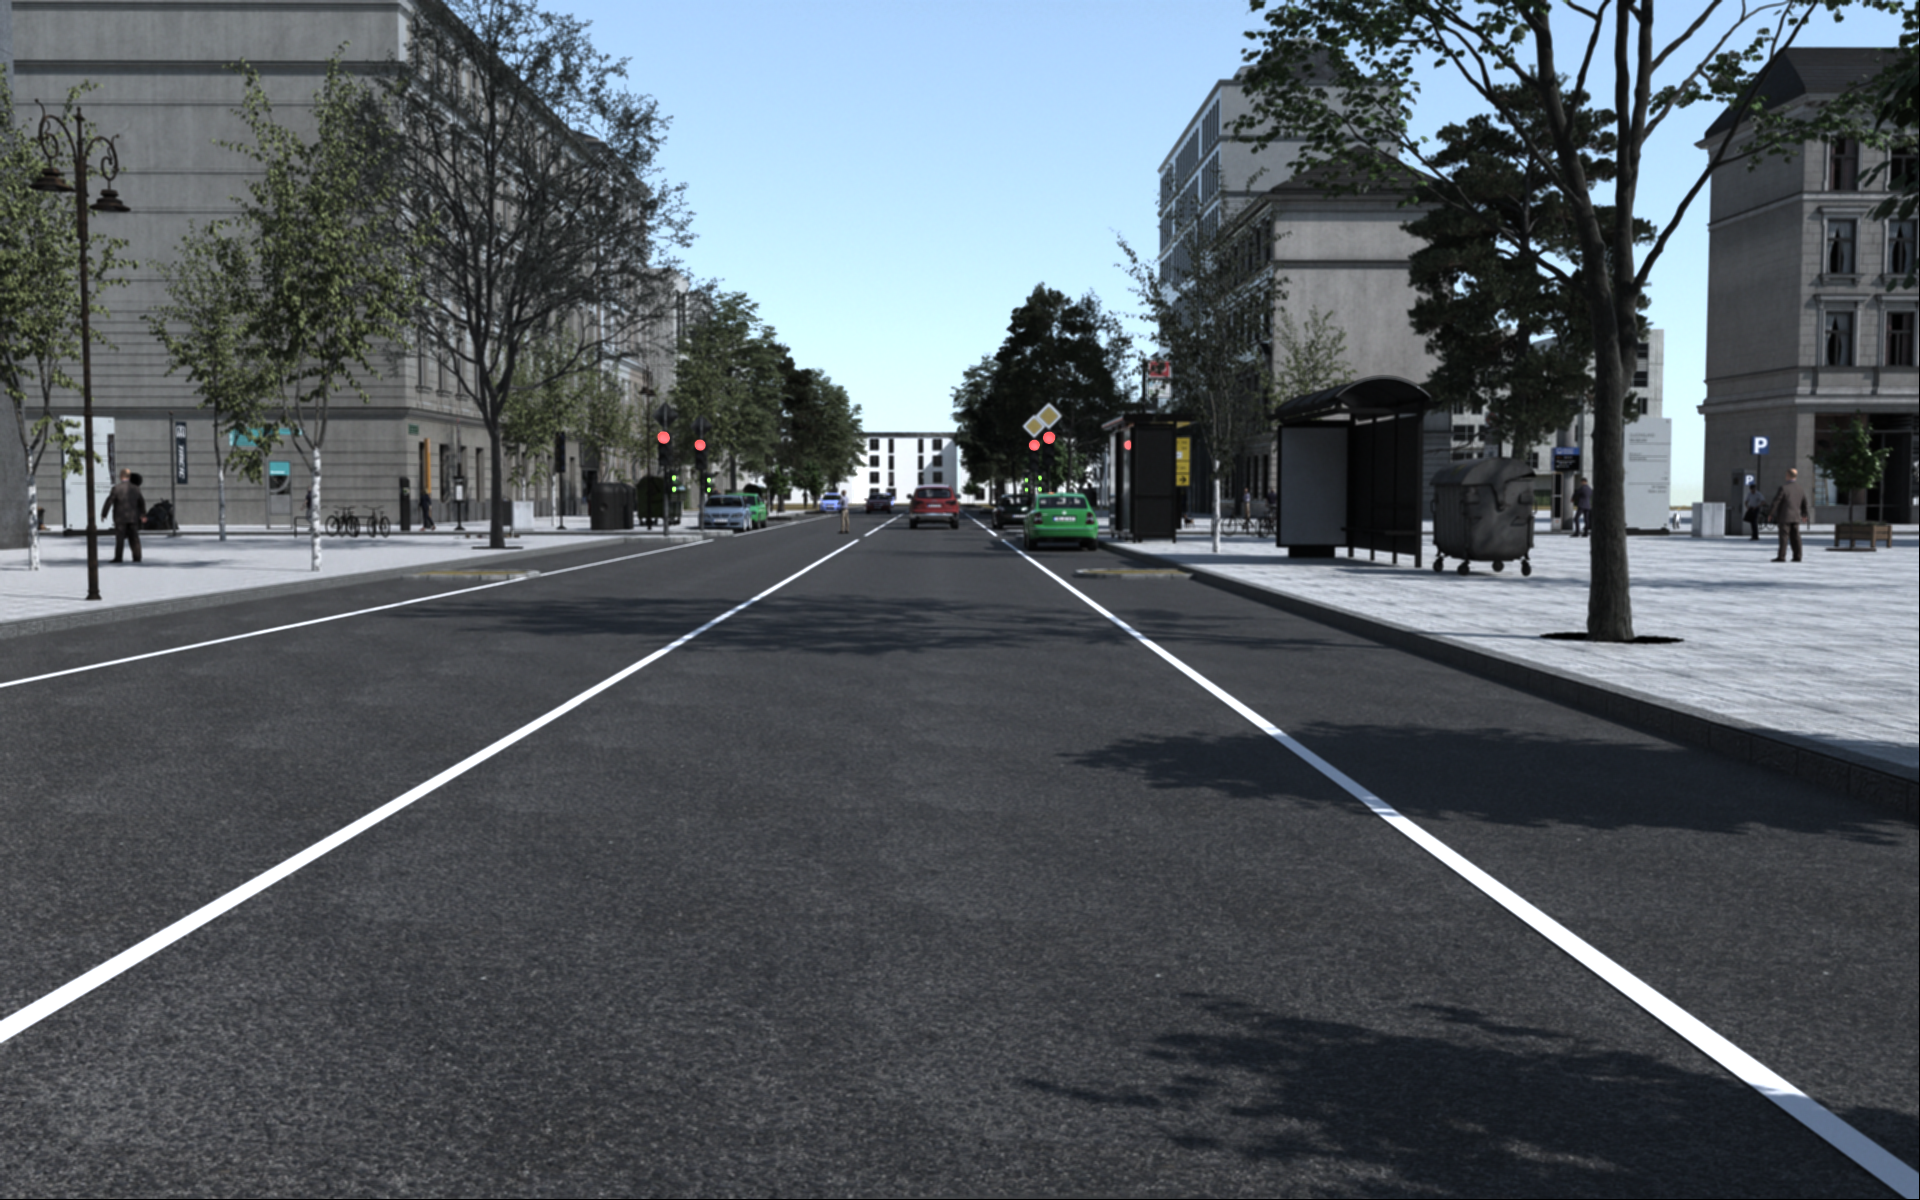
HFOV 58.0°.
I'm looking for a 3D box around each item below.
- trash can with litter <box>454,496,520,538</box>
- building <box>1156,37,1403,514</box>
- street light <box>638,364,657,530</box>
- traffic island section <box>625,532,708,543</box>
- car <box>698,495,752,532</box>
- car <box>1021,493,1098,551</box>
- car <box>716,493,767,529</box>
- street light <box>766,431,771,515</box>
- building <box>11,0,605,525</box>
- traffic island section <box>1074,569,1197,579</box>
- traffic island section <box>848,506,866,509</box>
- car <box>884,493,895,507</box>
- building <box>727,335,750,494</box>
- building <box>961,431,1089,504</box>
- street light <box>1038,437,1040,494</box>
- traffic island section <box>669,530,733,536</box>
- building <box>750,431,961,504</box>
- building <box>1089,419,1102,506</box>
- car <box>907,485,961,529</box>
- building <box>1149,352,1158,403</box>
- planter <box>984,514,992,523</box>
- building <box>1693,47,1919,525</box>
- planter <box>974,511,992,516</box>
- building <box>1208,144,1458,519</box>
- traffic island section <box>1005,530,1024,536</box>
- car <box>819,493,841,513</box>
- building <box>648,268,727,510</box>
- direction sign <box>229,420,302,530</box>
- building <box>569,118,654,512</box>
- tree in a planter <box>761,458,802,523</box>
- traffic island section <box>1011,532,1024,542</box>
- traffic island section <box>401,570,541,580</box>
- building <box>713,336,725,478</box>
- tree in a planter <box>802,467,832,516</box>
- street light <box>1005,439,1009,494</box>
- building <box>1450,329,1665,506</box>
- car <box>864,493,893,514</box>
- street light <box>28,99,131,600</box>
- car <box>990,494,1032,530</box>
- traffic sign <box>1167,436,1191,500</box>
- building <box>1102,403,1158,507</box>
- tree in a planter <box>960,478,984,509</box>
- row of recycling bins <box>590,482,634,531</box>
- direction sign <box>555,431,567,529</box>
[{"bbox_3d":[-13.812,-2.427,50.731,2.233,1.210,1.678,-2,4,-35],"label":"trash can with litter"},{"bbox_3d":[21.120,-21.010,120.998,11.434,29.767,29.804,0,4,-1],"label":"building"},{"bbox_3d":[-11.098,-5.439,61.711,0.468,5.910,1.993,0,4,-1],"label":"street light"},{"bbox_3d":[-8.934,-1.851,52.552,2.009,0.180,2.903,0,4,-1],"label":"traffic island section"},{"bbox_3d":[-8.963,-3.316,66.225,2.014,1.417,4.499,0,4,-3],"label":"car"},{"bbox_3d":[2.588,-2.227,45.207,1.959,1.807,4.718,0,3,0],"label":"car"},{"bbox_3d":[-9.022,-3.840,71.582,1.959,1.807,4.718,0,4,0],"label":"car"},{"bbox_3d":[-11.679,-8.075,104.818,0.468,5.910,1.993,0,4,-1],"label":"street light"},{"bbox_3d":[-31.022,-19.312,92.161,17.030,29.872,44.131,0,4,-1],"label":"building"},{"bbox_3d":[3.002,-0.445,30.150,1.991,0.108,1.994,0,4,-1],"label":"traffic island section"},{"bbox_3d":[-10.022,-8.530,162.339,1.991,0.108,1.994,0,4,-1],"label":"traffic island section"},{"bbox_3d":[-8.016,-10.860,187.153,1.945,1.707,3.694,0,4,-2],"label":"car"},{"bbox_3d":[-40.035,-19.956,192.737,31.486,18.905,16.747,0,4,-1],"label":"building"},{"bbox_3d":[13.873,-17.974,236.016,28.070,9.664,9.099,0,4,-1],"label":"building"},{"bbox_3d":[4.201,-7.308,92.275,0.468,5.910,1.993,0,4,-1],"label":"street light"},{"bbox_3d":[-9.037,-2.340,60.537,2.009,0.180,2.903,0,4,-1],"label":"traffic island section"},{"bbox_3d":[-14.276,-17.929,235.288,28.070,9.664,9.099,0,4,-1],"label":"building"},{"bbox_3d":[19.988,-14.997,187.340,9.099,9.664,28.070,0,4,-1],"label":"building"},{"bbox_3d":[-1.088,-3.893,72.321,2.281,1.827,5.304,0,4,-1],"label":"car"},{"bbox_3d":[44.589,-24.514,244.777,32.646,21.610,27.936,0,4,-1],"label":"building"},{"bbox_3d":[2.289,-3.932,85.432,1.991,0.319,1.994,0,4,-1],"label":"planter"},{"bbox_3d":[36.149,-13.783,76.265,40.483,20.767,10.553,0,4,-1],"label":"building"},{"bbox_3d":[1.921,-5.624,113.093,1.991,0.319,1.994,0,4,-1],"label":"planter"},{"bbox_3d":[20.264,-14.180,96.477,10.561,19.102,19.286,0,4,-1],"label":"building"},{"bbox_3d":[2.603,-2.349,60.681,2.009,0.180,2.903,0,4,-1],"label":"traffic island section"},{"bbox_3d":[-9.836,-7.560,133.204,1.945,1.707,3.694,0,4,0],"label":"car"},{"bbox_3d":[-30.954,-17.419,151.251,16.747,18.905,31.486,0,4,-1],"label":"building"},{"bbox_3d":[-24.658,-4.480,62.006,2.525,3.948,1.411,-3,4,-36],"label":"direction sign"},{"bbox_3d":[-30.163,-20.709,124.493,13.634,28.700,20.117,0,4,-1],"label":"building"},{"bbox_3d":[-9.040,-5.409,85.664,1.991,3.239,1.994,0,4,-1],"label":"tree in a planter"},{"bbox_3d":[2.706,-1.860,52.697,2.009,0.180,2.903,0,4,-1],"label":"traffic island section"},{"bbox_3d":[-8.317,-0.422,29.771,1.991,0.108,1.994,0,4,-1],"label":"traffic island section"},{"bbox_3d":[-32.090,-19.403,173.655,16.016,20.091,11.380,0,4,-1],"label":"building"},{"bbox_3d":[-9.389,-7.074,112.883,1.991,3.239,1.994,0,4,-1],"label":"tree in a planter"},{"bbox_3d":[3.682,-9.945,135.383,0.468,5.910,1.993,0,4,-1],"label":"street light"},{"bbox_3d":[59.324,-20.003,193.502,31.486,18.905,16.747,0,4,-1],"label":"building"},{"bbox_3d":[-5.984,-7.251,127.587,2.155,1.783,4.494,0,4,-1],"label":"car"},{"bbox_3d":[-10.509,-2.939,20.833,0.468,5.910,1.993,0,4,-1],"label":"street light"},{"bbox_3d":[2.263,-3.739,70.914,2.009,1.686,4.222,0,4,-3],"label":"car"},{"bbox_3d":[7.001,-4.112,61.111,2.265,3.308,0.079,0,4,6],"label":"traffic sign"},{"bbox_3d":[19.229,-13.268,159.082,9.099,9.664,28.070,0,4,-1],"label":"building"},{"bbox_3d":[1.282,-10.103,162.398,1.991,3.239,1.994,0,4,-1],"label":"tree in a planter"},{"bbox_3d":[-12.448,-3.371,62.224,1.069,1.692,3.534,0,4,3],"label":"row of recycling bins"},{"bbox_3d":[-14.511,-4.340,62.956,0.379,3.537,0.876,-2,4,-34],"label":"direction sign"}]
